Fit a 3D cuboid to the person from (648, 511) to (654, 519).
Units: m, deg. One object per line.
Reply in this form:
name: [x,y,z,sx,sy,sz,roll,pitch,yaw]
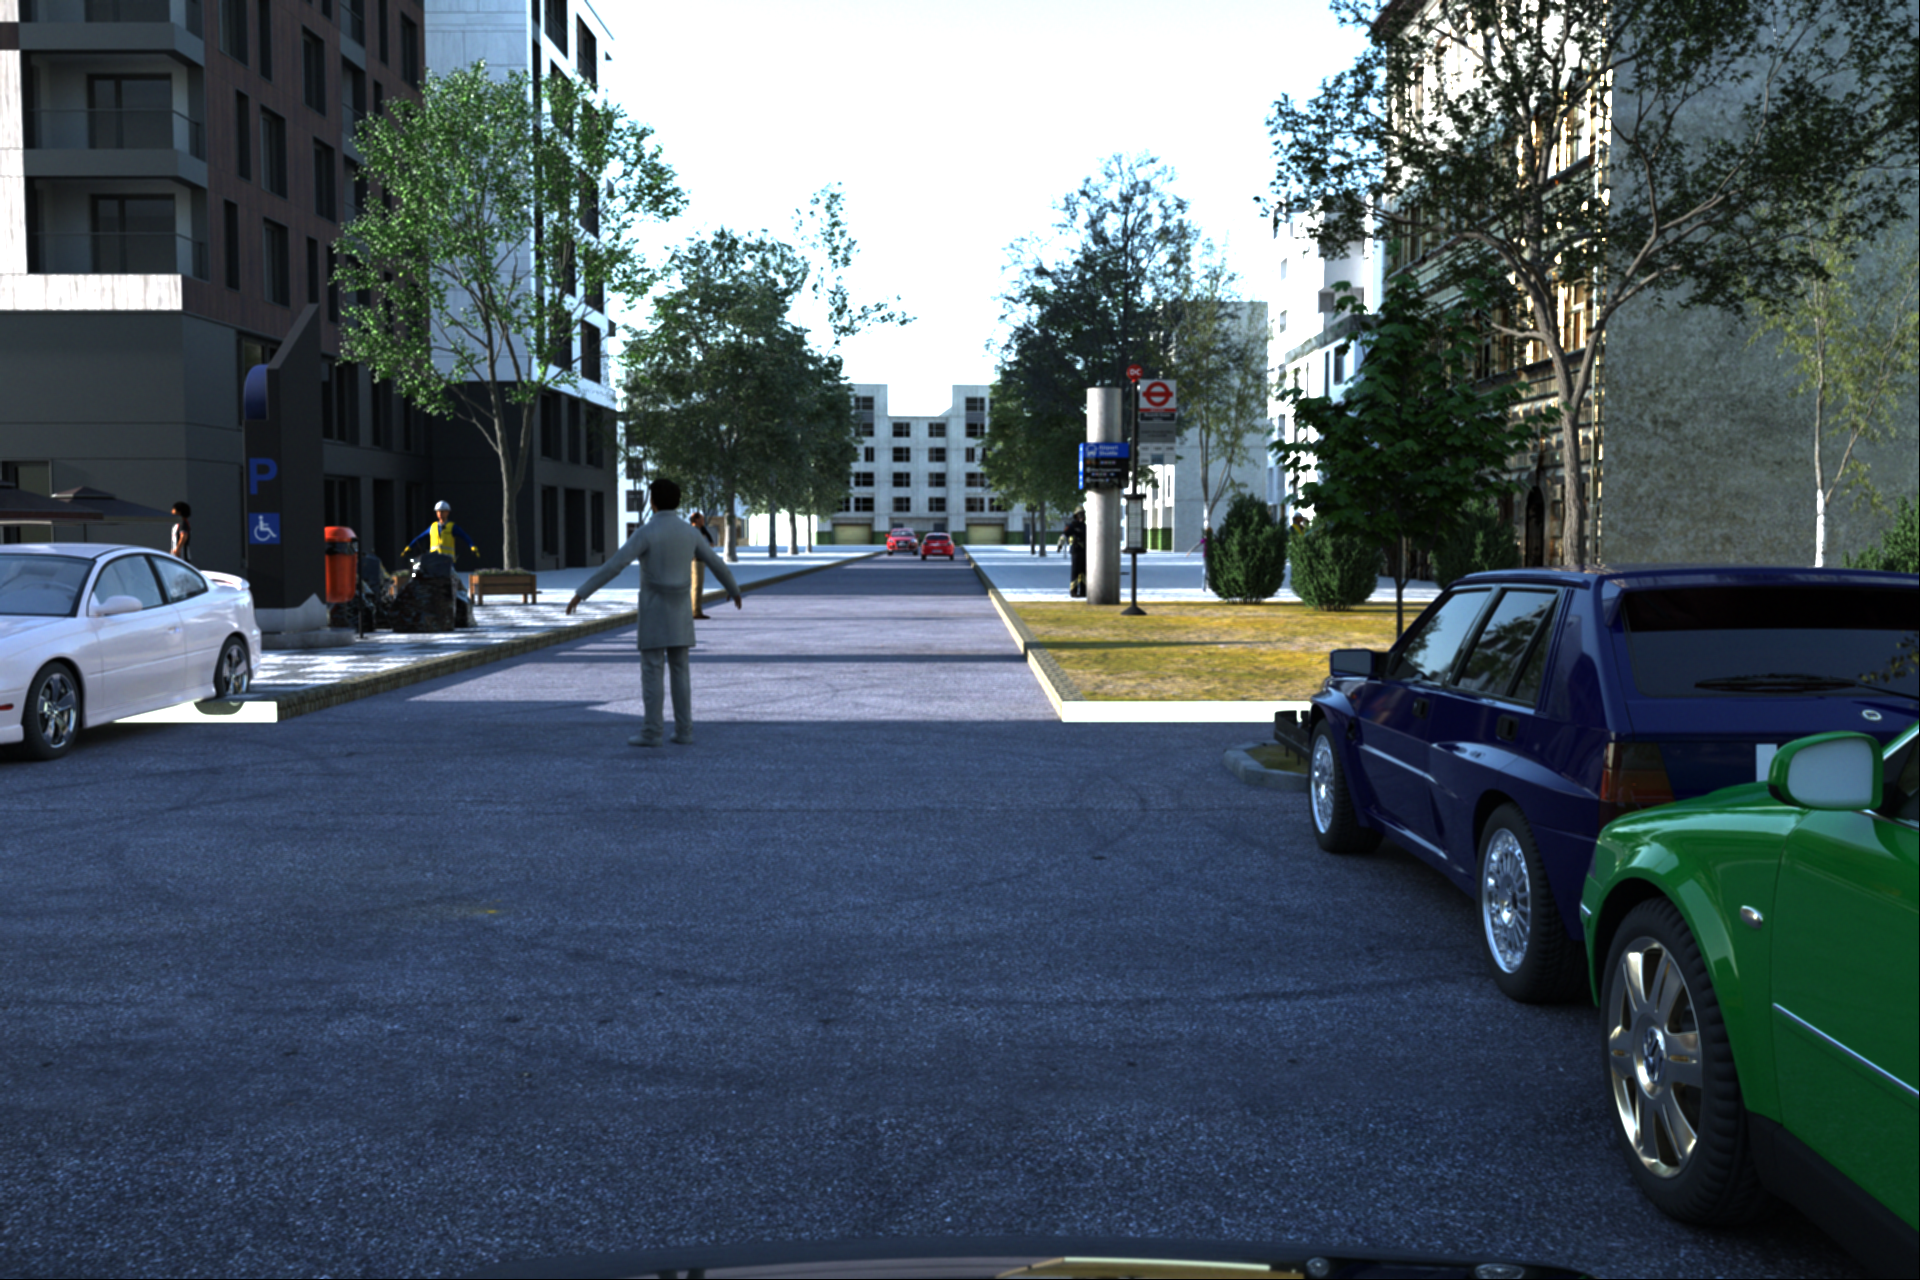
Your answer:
person: [-6.793,-1.996,38.757,0.704,1.817,1.347,-1,4,-13]

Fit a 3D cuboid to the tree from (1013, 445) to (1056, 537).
tree: [4.861,-10.178,116.774,4.737,8.622,4.395,0,3,0]

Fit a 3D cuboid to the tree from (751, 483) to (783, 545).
tree: [-23.827,-16.573,205.386,7.601,10.594,8.767,0,4,-4]

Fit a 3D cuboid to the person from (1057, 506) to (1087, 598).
person: [2.436,-1.789,35.033,1.354,1.856,0.705,-3,4,-38]

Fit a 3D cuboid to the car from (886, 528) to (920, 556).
car: [-3.842,-6.596,116.523,2.281,1.827,5.304,0,4,-1]

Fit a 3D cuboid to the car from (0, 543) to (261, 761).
car: [-6.668,-0.005,12.441,2.083,1.381,4.827,0,4,-1]

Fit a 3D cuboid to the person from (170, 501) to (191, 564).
person: [-13.053,-1.396,28.971,0.704,1.843,1.345,-2,4,-26]

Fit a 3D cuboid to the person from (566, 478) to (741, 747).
person: [-2.022,-0.192,11.779,1.347,1.806,0.705,-3,5,-40]

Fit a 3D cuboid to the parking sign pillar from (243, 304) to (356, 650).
parking sign pillar: [-7.676,-1.910,19.703,1.447,3.967,1.447,0,4,0]

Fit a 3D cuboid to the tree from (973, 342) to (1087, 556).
tree: [4.379,-11.046,98.728,7.486,12.596,7.792,0,3,0]

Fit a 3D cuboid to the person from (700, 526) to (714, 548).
person: [-7.150,-2.498,47.021,1.347,1.806,0.705,2,4,35]

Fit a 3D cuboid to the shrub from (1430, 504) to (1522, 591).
shrub: [9.484,-1.683,31.940,1.690,2.028,1.600,0,3,0]

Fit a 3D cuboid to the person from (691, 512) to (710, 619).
person: [-4.405,-1.254,29.234,0.705,1.796,1.348,-1,4,-17]

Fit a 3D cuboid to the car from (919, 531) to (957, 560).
car: [-1.227,-5.303,95.745,2.155,1.783,4.494,0,3,0]

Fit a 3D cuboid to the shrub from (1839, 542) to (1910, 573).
shrub: [9.651,-0.441,18.327,1.383,1.207,1.383,0,3,0]

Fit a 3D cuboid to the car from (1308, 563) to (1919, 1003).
car: [2.505,0.362,6.654,1.945,1.354,3.894,0,4,-1]

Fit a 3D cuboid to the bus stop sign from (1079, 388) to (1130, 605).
bus stop sign: [2.615,-2.596,31.464,0.837,3.901,0.837,0,4,0]

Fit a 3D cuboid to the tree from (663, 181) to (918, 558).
tree: [-9.043,-14.494,92.865,12.611,20.169,13.585,0,3,0]

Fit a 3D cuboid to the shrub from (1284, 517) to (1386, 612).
shrub: [6.226,-1.510,28.732,1.661,2.075,1.752,0,3,0]

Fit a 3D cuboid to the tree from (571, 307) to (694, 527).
tree: [-10.325,-6.485,56.396,4.360,8.622,3.978,0,3,0]

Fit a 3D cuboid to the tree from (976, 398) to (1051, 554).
tree: [4.387,-10.683,109.078,8.767,10.594,7.601,3,5,41]

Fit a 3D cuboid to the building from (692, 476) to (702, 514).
building: [-28.291,-13.353,160.476,9.099,9.664,28.070,0,4,0]

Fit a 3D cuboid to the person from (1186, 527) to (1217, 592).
person: [5.520,-1.783,38.421,0.991,1.433,0.599,0,4,6]

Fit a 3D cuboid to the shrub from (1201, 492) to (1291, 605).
shrub: [5.234,-1.683,31.551,1.661,2.075,1.752,0,3,0]

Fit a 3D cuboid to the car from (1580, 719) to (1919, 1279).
car: [2.323,0.401,2.245,1.959,1.807,4.718,0,3,0]

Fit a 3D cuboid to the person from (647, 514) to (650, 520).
person: [-7.387,-2.193,41.787,1.347,1.837,0.705,3,5,40]

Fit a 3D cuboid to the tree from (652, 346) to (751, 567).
tree: [-9.823,-7.179,67.734,4.360,8.622,3.978,0,3,0]

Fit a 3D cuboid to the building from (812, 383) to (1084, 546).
building: [-1.947,-20.899,210.613,31.486,18.905,16.747,0,4,-6]

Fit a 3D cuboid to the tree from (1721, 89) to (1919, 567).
tree: [14.467,-4.832,29.369,4.360,8.622,3.978,0,3,0]

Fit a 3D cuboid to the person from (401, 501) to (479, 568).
person: [-7.757,-1.188,25.892,1.216,1.772,0.721,0,4,7]

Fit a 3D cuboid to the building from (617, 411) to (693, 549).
building: [-24.860,-11.633,132.346,9.099,9.664,28.070,0,4,-1]

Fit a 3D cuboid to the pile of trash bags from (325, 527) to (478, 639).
pile of trash bags: [-7.563,-0.783,22.555,1.912,1.369,3.447,0,4,0]

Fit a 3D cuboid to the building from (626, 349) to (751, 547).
building: [-28.018,-19.689,178.336,16.016,20.090,11.380,0,4,-1]

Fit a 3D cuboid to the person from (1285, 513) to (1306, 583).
person: [8.478,-2.282,43.284,1.349,1.833,0.705,-3,4,-37]

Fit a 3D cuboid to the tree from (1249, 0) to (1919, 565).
tree: [7.007,-5.184,19.174,8.767,10.594,7.601,2,4,27]

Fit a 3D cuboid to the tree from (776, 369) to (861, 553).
tree: [-10.522,-12.289,119.045,7.486,12.596,7.792,0,3,0]

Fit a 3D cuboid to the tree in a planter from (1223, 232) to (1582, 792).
tree in a planter: [2.631,-0.801,10.316,1.991,3.239,1.994,0,3,0]

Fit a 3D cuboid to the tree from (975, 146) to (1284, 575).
tree: [4.933,-8.840,54.900,12.009,13.543,11.850,0,3,0]

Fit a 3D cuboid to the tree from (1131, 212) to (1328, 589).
tree: [5.615,-5.506,40.387,4.360,8.622,3.978,0,3,0]

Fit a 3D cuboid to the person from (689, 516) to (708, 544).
person: [-7.984,-2.821,51.980,0.705,1.847,1.347,1,4,23]

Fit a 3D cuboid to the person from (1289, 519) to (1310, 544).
person: [10.278,-2.736,51.530,1.217,1.733,0.721,-1,4,-17]

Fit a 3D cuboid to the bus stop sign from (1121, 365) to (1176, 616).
bus stop sign: [2.975,-2.364,27.352,0.855,3.939,0.416,0,4,0]

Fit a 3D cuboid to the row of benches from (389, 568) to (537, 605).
row of benches: [-9.528,-0.951,31.015,4.104,0.672,1.422,-2,4,-30]

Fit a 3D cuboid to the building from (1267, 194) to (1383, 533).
building: [22.694,-14.765,97.835,16.016,20.090,11.380,0,4,0]

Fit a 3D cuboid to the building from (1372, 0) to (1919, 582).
building: [21.855,-12.947,42.607,19.493,23.208,18.063,0,4,0]

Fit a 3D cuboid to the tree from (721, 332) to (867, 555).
tree: [-10.390,-12.246,106.870,9.857,13.997,8.962,0,3,0]

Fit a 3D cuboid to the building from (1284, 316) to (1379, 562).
building: [19.452,-7.592,66.272,9.099,9.664,28.070,0,4,0]

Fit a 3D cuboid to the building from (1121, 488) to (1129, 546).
building: [21.391,-14.418,177.874,9.099,9.664,28.070,0,4,0]

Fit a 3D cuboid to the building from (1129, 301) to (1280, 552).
building: [23.685,-16.734,140.051,16.747,18.905,31.486,0,4,0]

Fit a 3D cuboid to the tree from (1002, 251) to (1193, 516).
tree: [5.401,-9.216,68.803,7.486,12.596,7.792,0,3,0]

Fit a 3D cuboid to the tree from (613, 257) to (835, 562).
tree: [-10.631,-10.539,78.967,9.857,13.997,8.962,0,3,0]

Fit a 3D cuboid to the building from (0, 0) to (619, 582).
building: [-28.267,-12.950,55.702,27.936,21.610,32.646,0,4,0]

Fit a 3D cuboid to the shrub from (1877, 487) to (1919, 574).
shrub: [13.811,-1.236,24.621,1.690,2.028,1.600,0,3,0]

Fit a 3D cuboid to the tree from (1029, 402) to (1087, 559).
tree: [5.393,-8.459,88.660,4.360,8.622,3.978,0,3,0]

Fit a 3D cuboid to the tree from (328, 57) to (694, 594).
tree: [-9.604,-6.817,37.206,9.928,11.665,9.643,0,3,0]
